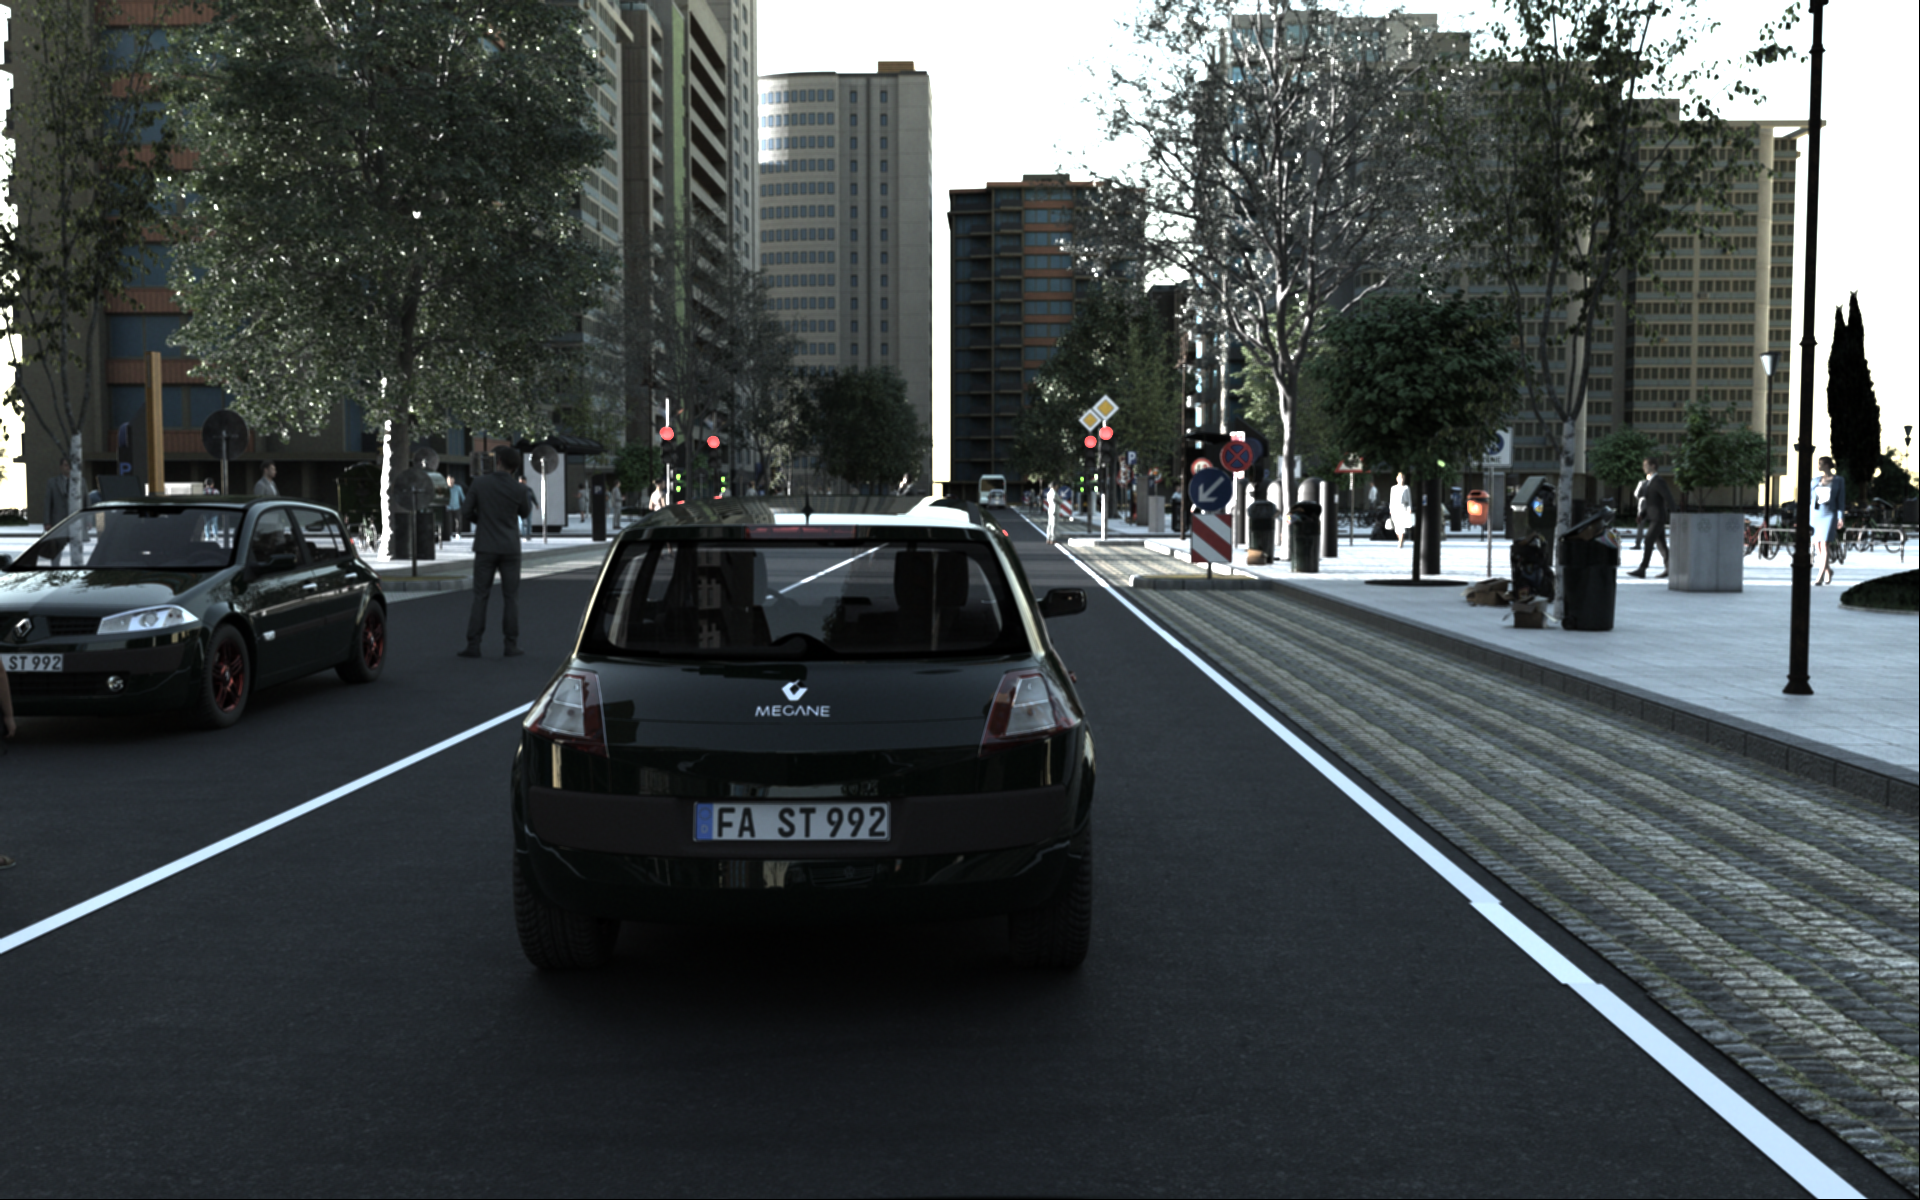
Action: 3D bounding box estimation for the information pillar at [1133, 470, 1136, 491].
[{"bbox_3d":[12.471,-8.048,122.943,0.504,3.616,0.183,-2,4,-28],"label":"information pillar"}]

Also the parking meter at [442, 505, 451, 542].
[{"bbox_3d":[-14.011,-2.357,46.941,0.372,1.533,0.369,0,3,0],"label":"parking meter"}]

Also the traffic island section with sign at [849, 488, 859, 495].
[{"bbox_3d":[-6.643,-6.136,108.951,1.989,1.847,2.006,0,4,1],"label":"traffic island section with sign"}]

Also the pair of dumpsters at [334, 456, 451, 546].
[{"bbox_3d":[-14.149,-2.493,43.252,1.574,2.255,4.437,0,4,1],"label":"pair of dumpsters"}]

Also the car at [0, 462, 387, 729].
[{"bbox_3d":[-5.317,-0.124,11.821,2.009,1.686,4.222,0,4,0],"label":"car"}]

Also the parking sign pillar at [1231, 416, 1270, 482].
[{"bbox_3d":[9.941,-4.335,59.344,1.447,3.967,1.447,3,5,40],"label":"parking sign pillar"}]

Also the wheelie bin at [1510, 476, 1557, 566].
[{"bbox_3d":[10.272,-1.408,30.935,0.693,1.594,0.980,-1,4,-8],"label":"wheelie bin"}]

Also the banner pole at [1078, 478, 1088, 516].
[{"bbox_3d":[7.363,-6.847,101.967,0.863,3.779,0.401,2,4,34],"label":"banner pole"}]

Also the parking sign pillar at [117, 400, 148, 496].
[{"bbox_3d":[-22.252,-3.570,46.841,1.447,3.967,1.447,0,4,1],"label":"parking sign pillar"}]

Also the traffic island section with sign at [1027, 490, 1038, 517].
[{"bbox_3d":[5.370,-6.099,108.345,1.989,1.847,2.006,0,4,1],"label":"traffic island section with sign"}]

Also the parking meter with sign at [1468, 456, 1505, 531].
[{"bbox_3d":[18.651,-3.925,60.438,1.738,3.016,0.543,1,4,10],"label":"parking meter with sign"}]

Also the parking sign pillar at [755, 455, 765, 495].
[{"bbox_3d":[-12.343,-7.267,107.283,1.447,3.967,1.447,-1,4,-14],"label":"parking sign pillar"}]

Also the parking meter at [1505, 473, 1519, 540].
[{"bbox_3d":[15.594,-2.643,48.926,0.255,1.863,0.399,3,4,38],"label":"parking meter"}]

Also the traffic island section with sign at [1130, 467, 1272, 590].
[{"bbox_3d":[3.651,-1.099,26.598,1.989,1.847,2.006,0,4,1],"label":"traffic island section with sign"}]

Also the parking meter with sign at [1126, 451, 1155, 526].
[{"bbox_3d":[7.461,-4.487,69.630,0.543,3.016,1.738,-3,5,-39],"label":"parking meter with sign"}]

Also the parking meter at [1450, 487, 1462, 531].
[{"bbox_3d":[17.076,-3.130,59.593,0.372,1.533,0.369,0,3,0],"label":"parking meter"}]

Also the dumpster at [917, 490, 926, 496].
[{"bbox_3d":[-4.913,-12.031,204.915,1.865,1.857,1.264,0,4,1],"label":"dumpster"}]

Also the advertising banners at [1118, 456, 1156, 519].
[{"bbox_3d":[8.072,-5.071,79.099,2.074,3.025,0.090,-2,4,-28],"label":"advertising banners"}]

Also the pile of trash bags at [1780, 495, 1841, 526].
[{"bbox_3d":[28.590,-2.963,58.205,1.912,1.369,3.447,1,4,19],"label":"pile of trash bags"}]

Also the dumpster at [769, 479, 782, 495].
[{"bbox_3d":[-12.632,-6.843,114.381,1.502,2.255,1.985,0,4,1],"label":"dumpster"}]

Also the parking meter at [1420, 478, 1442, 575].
[{"bbox_3d":[7.465,-1.172,27.574,0.372,1.533,0.369,0,3,0],"label":"parking meter"}]

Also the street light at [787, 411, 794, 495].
[{"bbox_3d":[-9.221,-7.441,94.447,0.468,5.910,1.993,0,4,1],"label":"street light"}]

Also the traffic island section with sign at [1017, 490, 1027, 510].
[{"bbox_3d":[6.422,-9.169,158.535,1.989,1.847,2.006,0,4,1],"label":"traffic island section with sign"}]

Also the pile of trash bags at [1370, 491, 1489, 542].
[{"bbox_3d":[12.963,-2.316,47.624,3.447,1.369,1.912,3,5,44],"label":"pile of trash bags"}]

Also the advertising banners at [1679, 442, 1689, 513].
[{"bbox_3d":[23.796,-3.719,56.998,0.090,3.025,2.074,1,4,14],"label":"advertising banners"}]

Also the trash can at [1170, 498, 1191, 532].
[{"bbox_3d":[7.433,-2.853,58.306,0.748,1.137,0.748,0,3,0],"label":"trash can"}]

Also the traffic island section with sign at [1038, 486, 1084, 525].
[{"bbox_3d":[4.793,-4.451,81.396,1.989,1.847,2.006,0,4,1],"label":"traffic island section with sign"}]

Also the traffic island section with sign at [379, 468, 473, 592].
[{"bbox_3d":[-8.391,-1.073,26.167,1.989,1.847,2.006,0,4,1],"label":"traffic island section with sign"}]

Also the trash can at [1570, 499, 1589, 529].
[{"bbox_3d":[17.178,-2.250,48.445,0.748,1.137,0.748,0,3,0],"label":"trash can"}]

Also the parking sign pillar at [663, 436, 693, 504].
[{"bbox_3d":[-13.038,-5.606,80.130,1.447,3.967,1.447,-2,4,-25],"label":"parking sign pillar"}]

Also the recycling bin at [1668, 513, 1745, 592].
[{"bbox_3d":[9.873,-0.634,22.924,0.722,1.027,0.722,0,4,0],"label":"recycling bin"}]

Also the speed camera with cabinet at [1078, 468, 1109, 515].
[{"bbox_3d":[8.305,-6.843,106.217,2.038,3.252,0.660,2,4,25],"label":"speed camera with cabinet"}]

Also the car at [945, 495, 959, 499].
[{"bbox_3d":[-1.056,-11.812,205.713,1.945,1.354,3.894,0,3,0],"label":"car"}]

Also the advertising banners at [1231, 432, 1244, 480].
[{"bbox_3d":[8.335,-3.210,48.664,0.090,3.025,2.074,-2,4,-35],"label":"advertising banners"}]

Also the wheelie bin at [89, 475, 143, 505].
[{"bbox_3d":[-13.948,-1.270,28.671,0.980,1.594,0.693,-3,5,-40],"label":"wheelie bin"}]

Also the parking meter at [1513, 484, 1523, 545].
[{"bbox_3d":[10.515,-1.462,32.310,0.372,1.533,0.369,0,3,0],"label":"parking meter"}]

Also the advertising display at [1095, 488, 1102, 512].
[{"bbox_3d":[10.028,-7.148,122.088,0.974,1.923,0.123,0,4,-8],"label":"advertising display"}]

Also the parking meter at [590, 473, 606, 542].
[{"bbox_3d":[-9.791,-2.517,46.861,0.399,1.863,0.255,0,4,-6],"label":"parking meter"}]

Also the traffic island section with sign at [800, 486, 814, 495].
[{"bbox_3d":[-7.205,-4.488,82.002,1.989,1.847,2.006,0,4,1],"label":"traffic island section with sign"}]

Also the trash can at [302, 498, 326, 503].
[{"bbox_3d":[-22.054,-2.906,59.166,0.748,1.137,0.748,0,3,0],"label":"trash can"}]

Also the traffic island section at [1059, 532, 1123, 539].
[{"bbox_3d":[4.273,-2.111,56.803,2.009,0.180,2.903,0,4,1],"label":"traffic island section"}]

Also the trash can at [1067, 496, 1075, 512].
[{"bbox_3d":[8.045,-6.985,125.858,0.748,1.137,0.748,0,3,0],"label":"trash can"}]

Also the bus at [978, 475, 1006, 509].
[{"bbox_3d":[3.233,-10.976,174.317,2.948,3.499,13.247,0,4,1],"label":"bus"}]

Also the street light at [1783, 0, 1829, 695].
[{"bbox_3d":[5.396,-2.335,10.971,0.468,5.910,1.993,0,4,1],"label":"street light"}]

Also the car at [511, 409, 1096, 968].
[{"bbox_3d":[-0.472,0.193,6.633,2.009,1.686,4.222,0,4,-1],"label":"car"}]

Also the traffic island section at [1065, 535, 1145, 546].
[{"bbox_3d":[4.105,-1.623,48.820,2.009,0.180,2.903,0,4,1],"label":"traffic island section"}]

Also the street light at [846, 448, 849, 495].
[{"bbox_3d":[-8.485,-9.701,131.397,0.468,5.910,1.993,0,4,1],"label":"street light"}]

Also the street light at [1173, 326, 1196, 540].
[{"bbox_3d":[6.184,-4.591,47.855,0.468,5.910,1.993,0,4,1],"label":"street light"}]

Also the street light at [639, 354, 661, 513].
[{"bbox_3d":[-10.212,-5.164,57.221,0.468,5.910,1.993,0,4,1],"label":"street light"}]
